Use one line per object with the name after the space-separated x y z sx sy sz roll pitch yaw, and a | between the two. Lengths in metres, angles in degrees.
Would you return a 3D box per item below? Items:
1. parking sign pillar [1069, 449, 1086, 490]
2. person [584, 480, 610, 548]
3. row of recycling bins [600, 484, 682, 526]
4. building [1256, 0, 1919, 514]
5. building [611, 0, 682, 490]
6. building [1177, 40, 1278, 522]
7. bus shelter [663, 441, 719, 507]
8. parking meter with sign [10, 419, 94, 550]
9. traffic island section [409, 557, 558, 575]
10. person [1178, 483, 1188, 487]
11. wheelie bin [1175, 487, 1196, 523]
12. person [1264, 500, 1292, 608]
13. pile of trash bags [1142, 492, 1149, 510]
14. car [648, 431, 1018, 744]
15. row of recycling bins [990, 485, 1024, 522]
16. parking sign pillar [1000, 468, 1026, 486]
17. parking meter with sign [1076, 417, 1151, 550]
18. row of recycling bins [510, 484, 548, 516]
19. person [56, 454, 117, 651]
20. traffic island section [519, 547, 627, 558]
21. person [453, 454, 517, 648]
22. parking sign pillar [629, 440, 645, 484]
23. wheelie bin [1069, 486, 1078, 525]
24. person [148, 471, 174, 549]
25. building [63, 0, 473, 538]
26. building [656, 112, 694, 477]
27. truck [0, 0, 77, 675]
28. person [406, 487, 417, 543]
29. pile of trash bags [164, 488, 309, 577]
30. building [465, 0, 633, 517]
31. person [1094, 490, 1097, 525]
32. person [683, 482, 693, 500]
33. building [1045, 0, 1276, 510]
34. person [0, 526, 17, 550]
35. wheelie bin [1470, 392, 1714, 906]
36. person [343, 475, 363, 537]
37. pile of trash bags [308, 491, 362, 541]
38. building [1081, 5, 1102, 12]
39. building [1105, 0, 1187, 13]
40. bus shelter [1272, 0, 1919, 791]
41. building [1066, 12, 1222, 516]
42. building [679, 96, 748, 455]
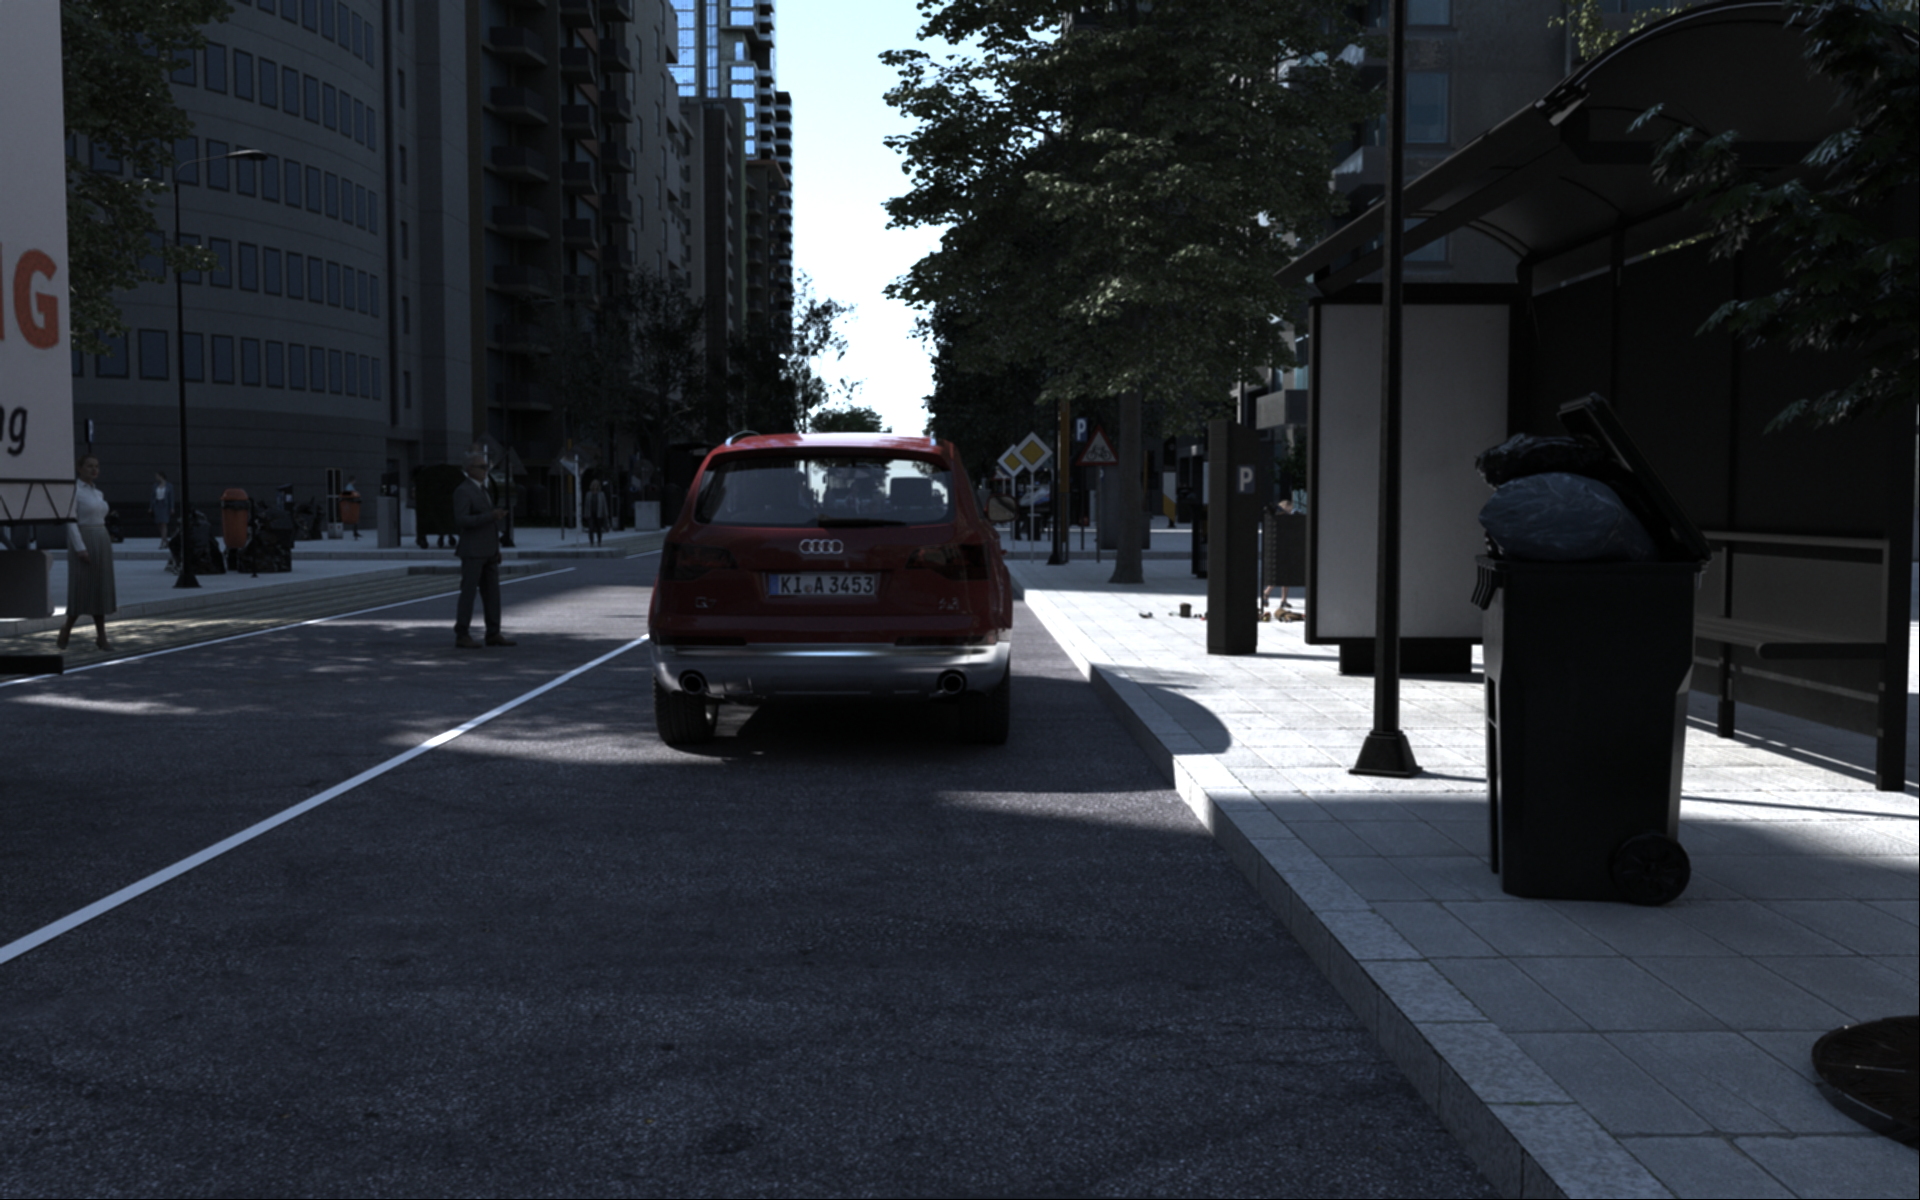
5.903 -6.090 88.038 1.447 3.967 1.447 2 4 33 | parking sign pillar
-9.234 -2.176 44.252 0.709 1.800 0.728 0 4 -4 | person
-12.785 -3.795 69.154 3.534 1.692 1.069 -3 4 -38 | row of recycling bins
25.824 -26.967 60.514 30.456 49.044 23.786 0 4 -1 | building
-35.675 -32.928 127.618 28.713 52.752 27.495 0 4 -1 | building
22.092 -39.353 81.679 20.563 71.187 20.611 0 4 -1 | building
-12.384 -5.428 80.036 1.731 3.624 6.357 0 4 -1 | bus shelter
-21.000 -2.677 40.029 1.738 3.016 0.543 -1 4 -16 | parking meter with sign
-8.762 -0.594 31.989 2.009 0.180 2.903 0 4 -1 | traffic island section
10.942 -4.848 85.278 0.580 1.828 0.573 0 4 -3 | person
9.919 -4.179 76.239 0.980 1.594 0.693 0 4 2 | wheelie bin
3.692 -0.525 19.645 0.505 1.210 0.382 -1 4 -14 | person
8.446 -5.048 92.289 3.447 1.369 1.912 2 4 29 | pile of trash bags
-0.729 -0.172 11.478 2.281 1.827 5.304 0 4 0 | car
2.305 -4.580 81.996 1.069 1.692 3.534 -1 4 -17 | row of recycling bins
2.635 -5.954 85.821 1.447 3.967 1.447 0 4 4 | parking sign pillar
3.550 -2.667 39.864 1.738 3.016 0.543 -2 4 -25 | parking meter with sign
-19.116 -4.036 73.100 3.534 1.692 1.069 -2 4 -34 | row of recycling bins
-7.965 -0.428 15.728 0.641 1.798 0.478 2 4 26 | person
-8.859 -1.082 39.973 2.009 0.180 2.903 0 4 -1 | traffic island section
-4.424 -0.458 16.161 0.590 1.801 0.661 1 4 9 | person
-16.004 -5.953 85.806 1.447 3.967 1.447 -2 4 -27 | parking sign pillar
4.669 -3.923 72.050 0.693 1.594 0.980 3 4 36 | wheelie bin
-18.625 -2.107 40.510 0.581 1.822 0.654 1 4 10 | person
-31.801 -31.723 60.668 21.231 58.520 28.212 0 4 -1 | building
-37.550 -28.276 154.193 32.217 40.220 23.993 0 4 -1 | building
-5.564 -0.877 3.248 2.839 4.237 11.283 0 4 -2 | truck
-14.251 -2.403 45.695 0.716 1.782 0.532 -2 4 -24 | person
-11.759 -1.112 27.927 1.912 1.369 3.447 -2 4 -26 | pile of trash bags
-30.766 -27.092 97.575 22.147 44.769 28.867 0 4 -1 | building
5.733 -3.977 71.252 0.511 1.800 0.466 2 4 35 | person
-11.644 -4.244 75.414 0.794 1.824 0.713 0 4 6 | person
18.550 -44.809 170.883 20.563 71.187 20.611 0 4 -1 | building
-16.258 -1.438 29.416 0.638 1.841 0.748 3 5 44 | person
2.018 0.139 5.641 0.693 1.594 0.980 1 4 11 | wheelie bin
-18.224 -2.801 51.696 0.748 1.841 0.638 0 4 2 | person
-18.144 -2.338 47.987 3.447 1.369 1.912 1 4 12 | pile of trash bags
20.756 -36.999 146.929 21.231 58.520 28.212 0 4 -1 | building
17.143 -27.070 126.191 14.154 41.232 14.086 0 4 -1 | building
3.290 -0.973 9.832 2.014 3.302 5.546 0 4 -1 | bus shelter
13.480 -20.577 108.131 14.160 30.474 14.107 0 4 -1 | building
-29.060 -29.959 173.425 14.154 41.232 14.086 0 4 -1 | building
